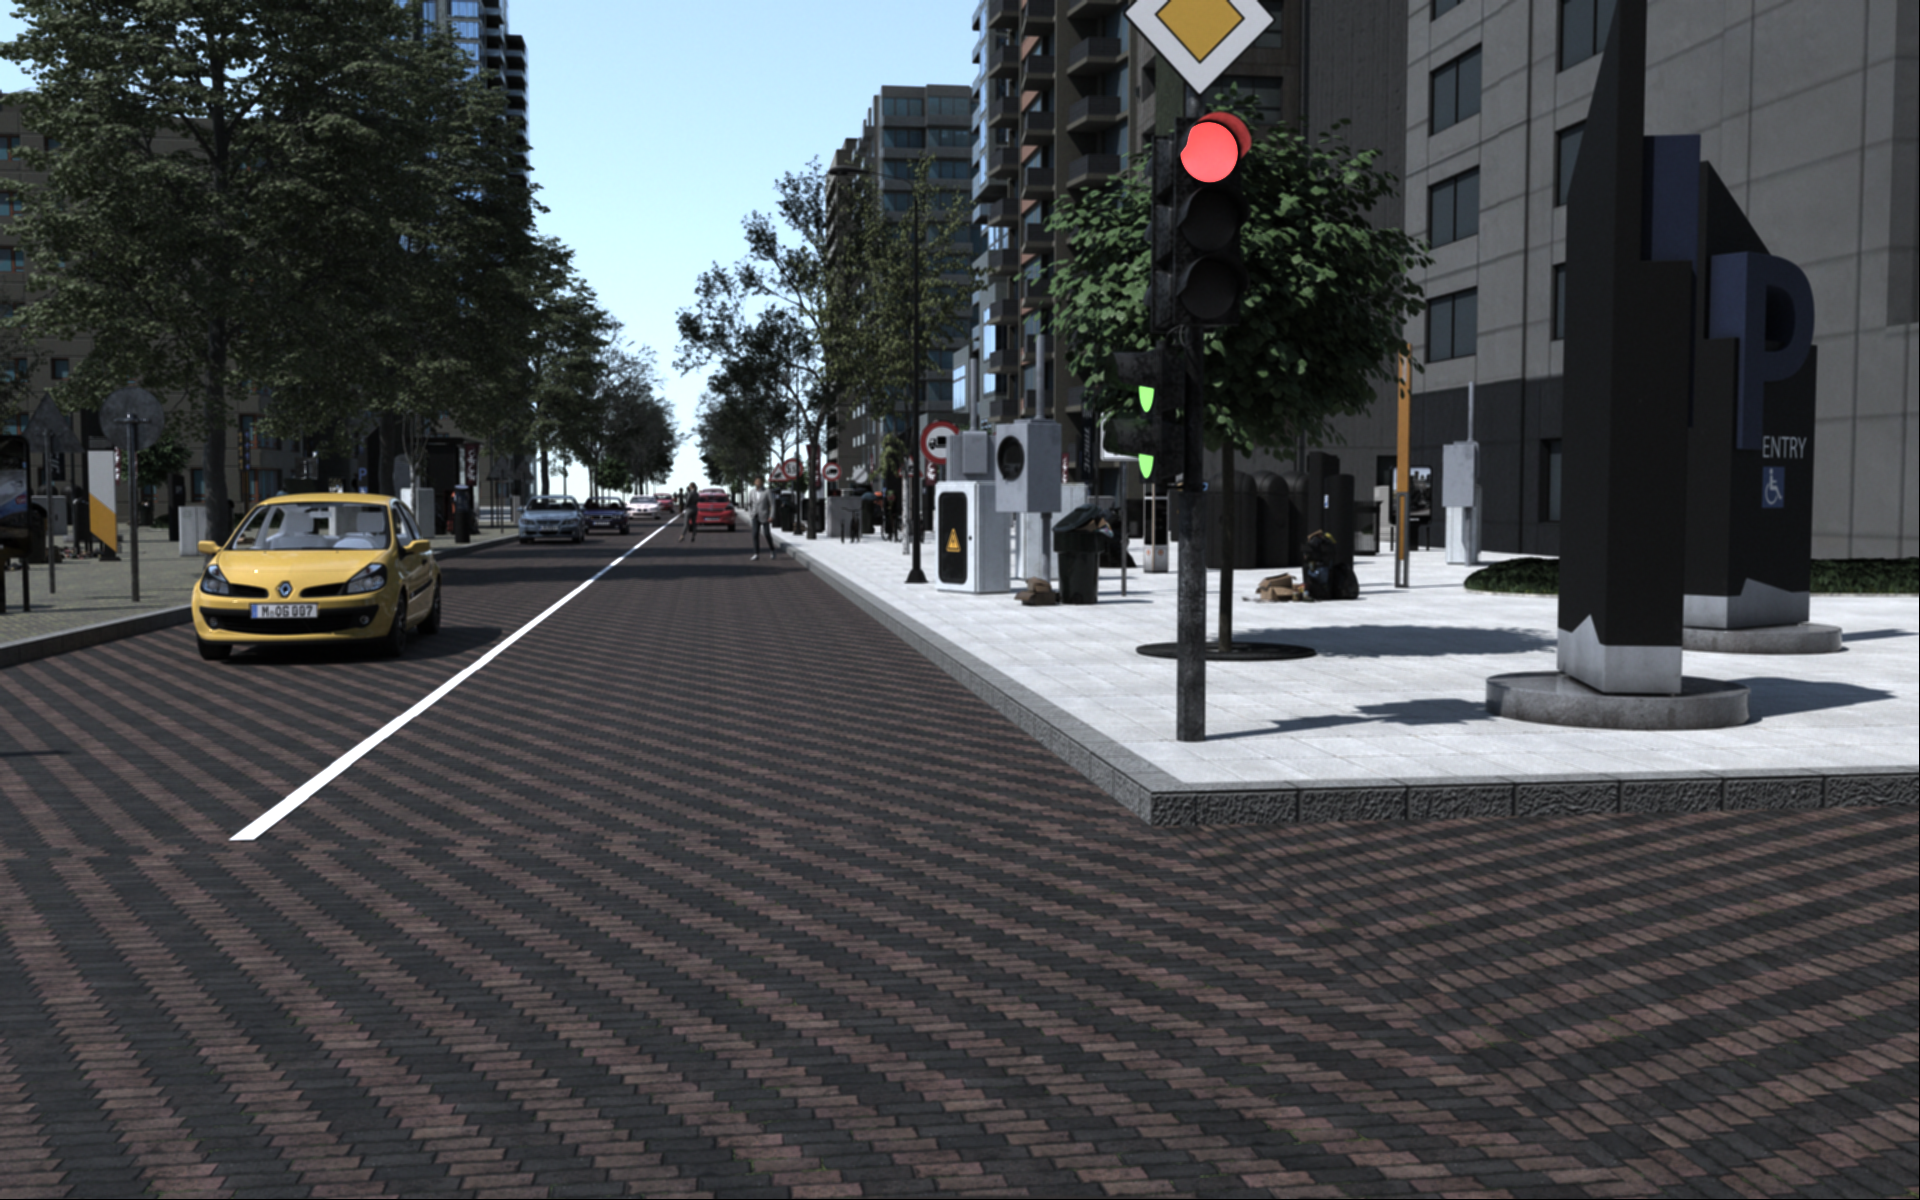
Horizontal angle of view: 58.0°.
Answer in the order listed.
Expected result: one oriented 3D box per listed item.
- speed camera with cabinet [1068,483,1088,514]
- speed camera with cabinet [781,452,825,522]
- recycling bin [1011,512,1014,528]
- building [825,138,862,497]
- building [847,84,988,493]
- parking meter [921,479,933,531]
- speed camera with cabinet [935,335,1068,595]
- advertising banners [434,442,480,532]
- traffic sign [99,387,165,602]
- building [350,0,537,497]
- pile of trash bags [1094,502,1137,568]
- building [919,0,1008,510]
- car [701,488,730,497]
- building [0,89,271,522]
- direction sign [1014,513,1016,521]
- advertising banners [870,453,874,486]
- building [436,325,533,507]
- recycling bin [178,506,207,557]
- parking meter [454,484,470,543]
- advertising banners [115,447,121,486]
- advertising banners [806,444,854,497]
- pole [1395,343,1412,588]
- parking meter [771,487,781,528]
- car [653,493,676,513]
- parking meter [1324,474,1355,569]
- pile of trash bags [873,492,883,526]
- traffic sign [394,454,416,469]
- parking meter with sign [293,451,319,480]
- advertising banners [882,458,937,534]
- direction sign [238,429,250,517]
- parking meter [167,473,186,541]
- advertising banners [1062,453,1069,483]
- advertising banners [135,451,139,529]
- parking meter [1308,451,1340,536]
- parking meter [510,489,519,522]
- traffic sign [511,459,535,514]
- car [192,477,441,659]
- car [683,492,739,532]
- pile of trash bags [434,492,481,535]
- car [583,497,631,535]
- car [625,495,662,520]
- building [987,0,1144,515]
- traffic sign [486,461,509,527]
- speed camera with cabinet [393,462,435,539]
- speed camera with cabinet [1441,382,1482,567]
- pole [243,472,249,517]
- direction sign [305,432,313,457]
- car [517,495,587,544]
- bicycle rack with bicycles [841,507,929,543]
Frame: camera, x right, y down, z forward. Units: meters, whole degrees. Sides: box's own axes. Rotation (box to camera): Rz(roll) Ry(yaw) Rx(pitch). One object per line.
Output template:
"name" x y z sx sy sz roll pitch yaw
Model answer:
"speed camera with cabinet" 0.841 -1.917 25.680 2.038 3.252 0.660 -1 4 -11
"speed camera with cabinet" -7.102 -5.095 77.640 2.038 3.252 0.660 0 4 3
"recycling bin" 1.618 -3.301 66.530 0.722 1.027 0.722 -1 4 -21
"building" -6.661 -37.268 233.034 21.300 48.544 21.600 -1 4 -8
"building" -1.091 -35.924 206.961 23.786 49.044 30.456 -1 4 -8
"parking meter" -1.138 -3.336 60.263 0.255 1.863 0.399 -2 4 -35
"speed camera with cabinet" 0.455 -1.695 22.053 0.660 3.252 2.038 -2 4 -34
"advertising banners" -17.231 -3.811 58.501 2.074 3.025 0.090 -2 4 -27
"traffic sign" -9.828 -1.252 20.575 0.768 2.556 0.104 0 4 -2
"building" -64.784 -55.368 217.942 22.319 86.520 31.000 -1 4 -8
"pile of trash bags" 2.002 -1.322 31.374 1.912 1.369 3.447 0 4 -6
"building" 9.213 -50.075 131.405 22.319 86.520 31.000 -1 4 -8
"car" -16.656 -6.624 116.971 2.281 1.827 5.304 0 4 -7
"building" -48.299 -15.131 92.432 27.650 21.520 28.899 -1 4 -8
"direction sign" 2.657 -5.629 84.032 0.379 3.537 0.876 1 4 13
"advertising banners" -4.022 -4.847 75.435 0.090 3.025 2.074 -1 4 -16
"building" -62.414 -21.048 189.173 27.650 21.520 28.899 -1 4 -8
"recycling bin" -15.667 -1.420 35.774 0.722 1.027 0.722 -1 4 -11
"parking meter" -13.033 -2.258 45.337 0.372 1.533 0.369 0 3 0
"advertising banners" -27.407 -3.620 55.379 2.074 3.025 0.090 2 4 31
"advertising banners" -4.392 -3.967 61.056 2.074 3.025 0.090 0 4 -1
"pole" 6.047 -1.820 23.601 0.158 3.312 0.155 0 3 0
"parking meter" -6.990 -3.518 65.936 0.372 1.533 0.369 0 3 0
"car" -22.338 -7.384 129.770 2.155 1.783 4.494 0 4 -7
"parking meter" 4.846 -0.840 22.149 0.372 1.533 0.369 0 3 0
"pile of trash bags" -3.258 -3.802 71.920 1.912 1.369 3.447 -1 4 -9
"traffic sign" -17.696 -3.364 55.102 0.768 2.556 0.104 0 4 -2
"parking meter with sign" -25.917 -4.398 68.170 0.543 3.016 1.738 1 4 10
"advertising banners" -1.585 -3.656 55.971 2.074 3.025 0.090 2 4 26
"direction sign" -24.890 -4.176 60.271 0.876 3.537 0.379 3 5 44
"parking meter" -21.449 -2.553 47.449 0.255 1.863 0.399 2 4 34
"advertising banners" 4.046 -4.762 74.039 0.090 3.025 2.074 -2 4 -32
"advertising banners" -30.660 -4.177 64.487 0.090 3.025 2.074 -2 4 -26
"parking meter" 5.010 -1.109 23.836 0.399 1.863 0.255 -2 4 -33
"parking meter" -20.615 -4.391 80.197 0.372 1.533 0.369 0 3 0
"traffic sign" -16.192 -3.924 64.153 0.884 2.594 0.081 0 4 -7
"car" -5.967 -0.374 16.335 2.015 1.641 3.980 -1 4 -10
"car" -9.625 -3.544 66.980 2.155 1.783 4.494 -1 4 -9
"pile of trash bags" -16.283 -2.793 55.420 1.912 1.369 3.447 0 4 -8
"car" -12.690 -3.003 61.675 1.945 1.354 3.894 -1 4 -9
"car" -18.000 -5.270 98.520 2.083 1.381 4.827 -1 4 -9
"building" 13.461 -27.385 102.366 22.147 44.769 28.867 -1 4 -8
"traffic sign" -18.075 -4.140 67.685 0.884 2.594 0.081 0 4 -4
"speed camera with cabinet" -15.891 -3.399 49.908 0.660 3.252 2.038 -3 5 -45
"speed camera with cabinet" 9.079 -2.262 31.314 0.660 3.252 2.038 1 4 20
"pole" -30.240 -4.864 73.365 0.158 3.312 0.155 0 3 0
"direction sign" -21.518 -3.997 57.344 0.379 3.537 0.876 0 4 -8
"car" -12.119 -2.419 51.549 2.014 1.417 4.499 -1 4 -10
"bicycle rack with bicycles" -2.110 -2.000 46.089 2.852 0.926 2.925 0 4 -3
